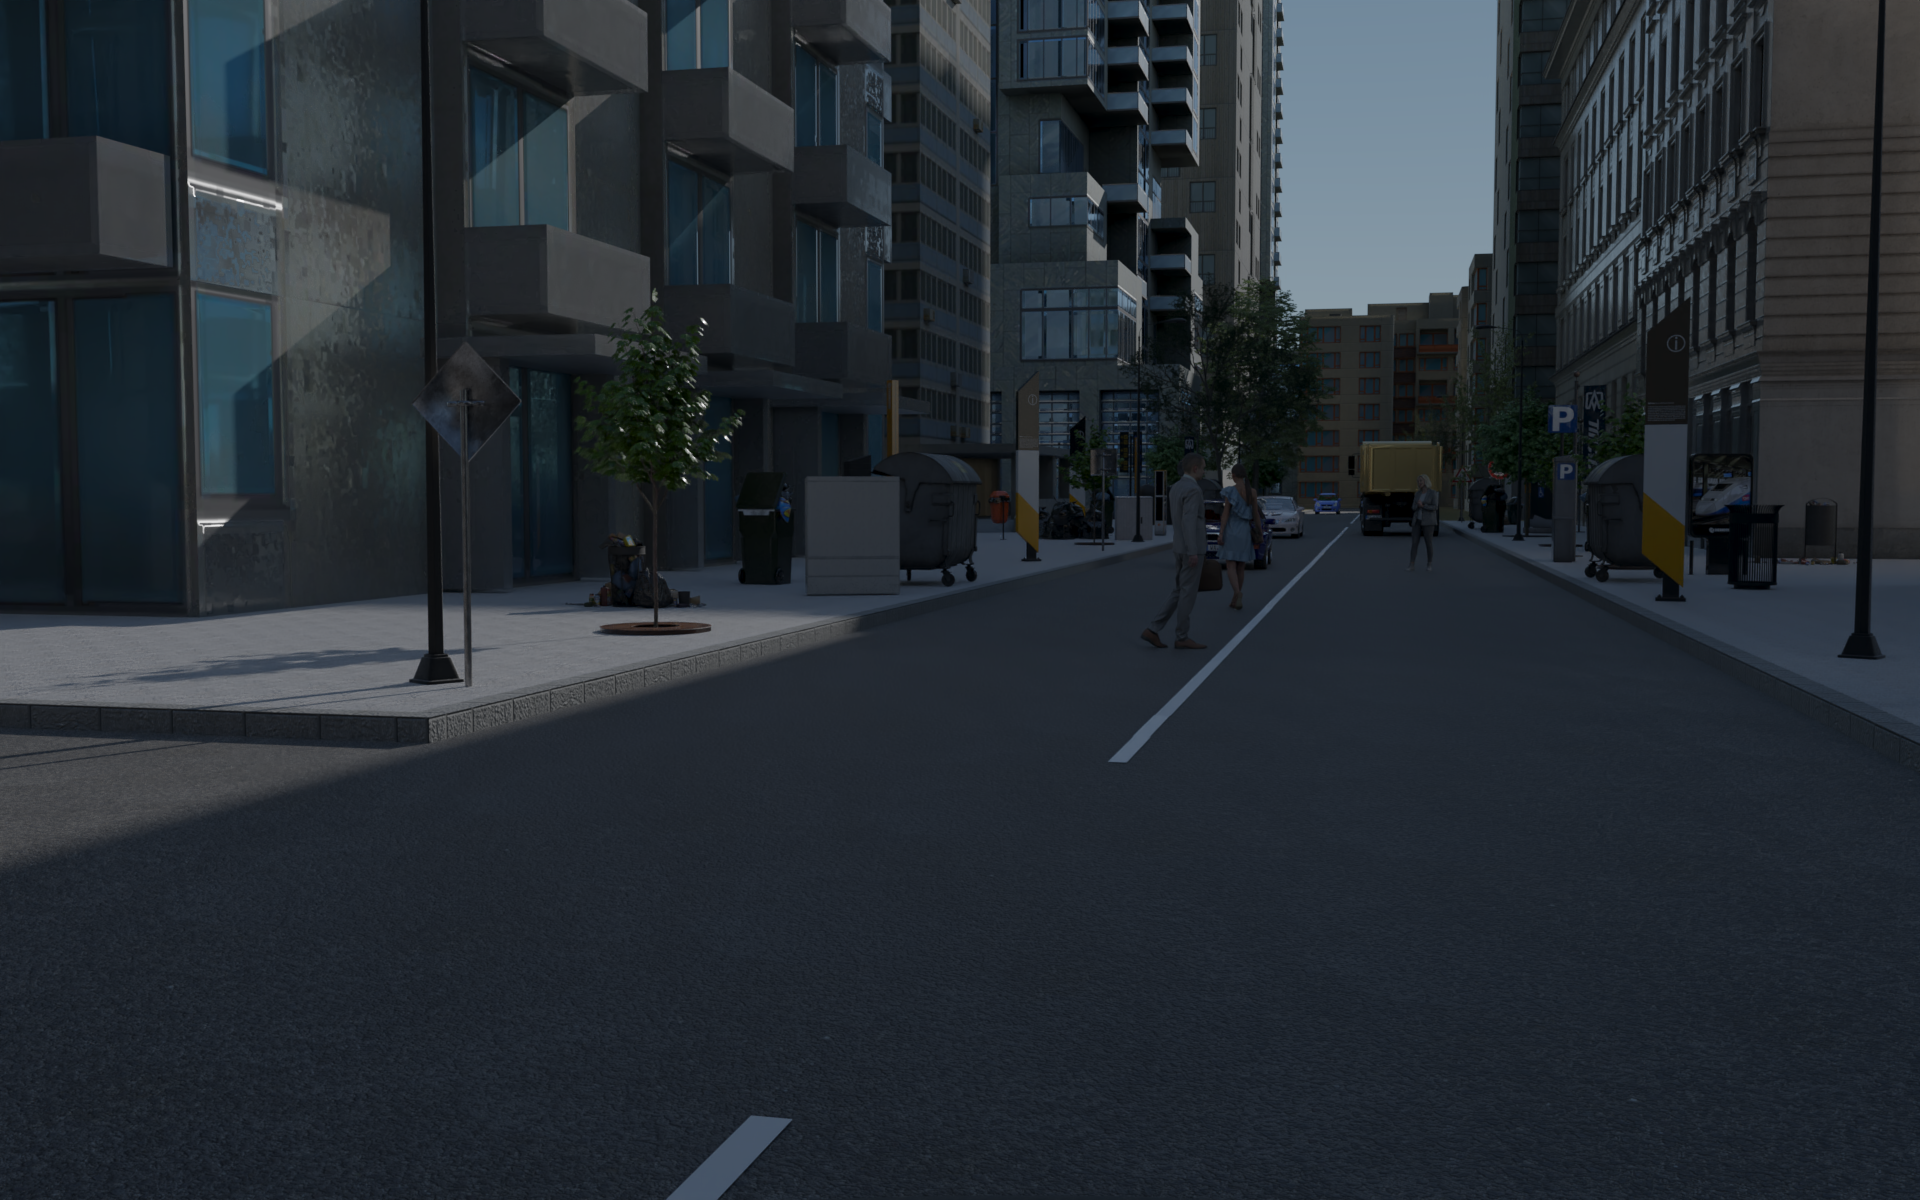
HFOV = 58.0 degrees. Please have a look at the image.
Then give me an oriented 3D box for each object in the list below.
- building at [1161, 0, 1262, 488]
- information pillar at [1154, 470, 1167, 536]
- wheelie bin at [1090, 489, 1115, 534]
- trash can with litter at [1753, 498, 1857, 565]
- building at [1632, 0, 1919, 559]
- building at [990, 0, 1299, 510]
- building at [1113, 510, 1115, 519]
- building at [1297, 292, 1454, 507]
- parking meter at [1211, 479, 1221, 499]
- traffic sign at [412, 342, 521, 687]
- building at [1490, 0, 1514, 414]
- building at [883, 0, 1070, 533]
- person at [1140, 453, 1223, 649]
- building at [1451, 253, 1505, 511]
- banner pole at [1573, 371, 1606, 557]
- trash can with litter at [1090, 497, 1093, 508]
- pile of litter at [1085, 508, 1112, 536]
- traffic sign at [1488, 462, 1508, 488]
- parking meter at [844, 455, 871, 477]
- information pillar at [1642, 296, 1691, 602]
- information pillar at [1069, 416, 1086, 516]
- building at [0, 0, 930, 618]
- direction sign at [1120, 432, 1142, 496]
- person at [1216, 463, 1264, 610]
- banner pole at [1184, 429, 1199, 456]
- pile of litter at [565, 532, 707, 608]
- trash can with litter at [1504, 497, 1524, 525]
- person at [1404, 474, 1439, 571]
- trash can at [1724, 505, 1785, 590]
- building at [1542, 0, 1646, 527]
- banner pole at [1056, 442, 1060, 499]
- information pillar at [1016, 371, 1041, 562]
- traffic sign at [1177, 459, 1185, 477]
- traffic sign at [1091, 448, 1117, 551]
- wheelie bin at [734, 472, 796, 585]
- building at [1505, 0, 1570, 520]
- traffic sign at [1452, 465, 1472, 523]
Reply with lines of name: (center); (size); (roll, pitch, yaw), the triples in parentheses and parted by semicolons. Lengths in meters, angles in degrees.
building: (11.090, -33.985, 144.894); (27.495, 52.752, 28.713); (1, 4, 14)
information pillar: (6.187, -2.991, 53.394); (0.304, 2.012, 0.304); (1, 4, 23)
wheelie bin: (4.618, -2.956, 56.240); (0.693, 1.594, 0.980); (-1, 4, -22)
trash can with litter: (15.403, -1.274, 31.892); (2.233, 1.210, 1.678); (1, 4, 20)
building: (22.545, -11.771, 41.603); (9.793, 20.994, 18.267); (1, 4, 14)
building: (20.734, -53.179, 182.154); (31.000, 86.520, 22.319); (1, 4, 14)
building: (3.664, -48.227, 101.187); (22.319, 86.520, 31.000); (1, 4, 14)
building: (50.264, -20.416, 178.840); (28.899, 21.520, 27.650); (1, 4, 14)
parking meter: (9.776, -3.711, 66.379); (0.255, 1.863, 0.399); (-3, 4, -36)
traffic sign: (-3.273, -0.480, 11.483); (0.795, 2.450, 0.064); (1, 4, 14)
building: (47.878, -31.671, 107.061); (28.713, 52.752, 27.495); (1, 4, 14)
building: (-12.060, -22.944, 67.017); (32.217, 40.220, 23.993); (1, 4, 14)
person: (2.118, -0.454, 16.038); (0.853, 1.813, 0.709); (-1, 4, -15)
building: (53.780, -17.770, 135.586); (27.650, 21.520, 28.899); (1, 4, 14)
banner pole: (12.710, -2.763, 35.184); (0.401, 3.779, 0.863); (-3, 5, -45)
trash can with litter: (6.390, -4.182, 79.768); (0.624, 1.170, 1.055); (-1, 4, -22)
pile of litter: (3.829, -2.419, 53.510); (1.719, 0.858, 1.176); (3, 5, 42)
traffic sign: (18.354, -3.598, 58.934); (0.768, 2.556, 0.104); (1, 4, 20)
parking meter: (-1.538, -1.231, 25.833); (0.399, 1.863, 0.255); (-2, 4, -25)
information pillar: (8.439, -1.793, 20.675); (0.504, 3.616, 0.183); (1, 4, 23)
information pillar: (3.543, -3.709, 51.991); (0.504, 3.616, 0.183); (1, 4, 16)
building: (-14.174, -25.167, 31.085); (23.786, 49.044, 30.456); (1, 4, 14)
direction sign: (6.202, -4.338, 62.922); (0.876, 3.537, 0.379); (2, 4, 30)
person: (3.495, -0.791, 21.532); (0.616, 1.811, 0.778); (0, 4, -3)
banner pole: (8.888, -4.661, 66.218); (0.863, 3.779, 0.401); (-2, 4, -30)
pile of litter: (-3.739, -0.367, 19.966); (1.719, 0.858, 1.176); (3, 4, 37)
trash can with litter: (22.728, -3.678, 71.518); (1.055, 1.170, 0.624); (-2, 4, -31)
person: (8.656, -1.447, 32.349); (0.526, 1.800, 0.537); (-3, 4, -37)
trash can: (10.709, -0.718, 23.386); (0.748, 1.137, 0.748); (0, 3, 0)
building: (31.280, -14.137, 64.431); (16.112, 22.955, 30.059); (1, 4, 14)
banner pole: (4.614, -5.726, 83.640); (0.863, 3.779, 0.401); (-3, 5, -41)
information pillar: (1.291, -2.539, 32.870); (0.504, 3.616, 0.183); (-2, 4, -31)
traffic sign: (7.843, -3.646, 59.722); (0.768, 2.556, 0.104); (1, 4, 20)
traffic sign: (3.216, -2.247, 38.862); (0.606, 2.300, 0.079); (1, 4, 19)
wheelie bin: (-2.777, -1.028, 24.713); (0.980, 1.594, 0.693); (1, 4, 22)
building: (35.555, -19.428, 89.356); (14.160, 30.474, 14.107); (1, 4, 14)
traffic sign: (22.608, -4.769, 77.977); (0.884, 2.594, 0.081); (1, 4, 18)
